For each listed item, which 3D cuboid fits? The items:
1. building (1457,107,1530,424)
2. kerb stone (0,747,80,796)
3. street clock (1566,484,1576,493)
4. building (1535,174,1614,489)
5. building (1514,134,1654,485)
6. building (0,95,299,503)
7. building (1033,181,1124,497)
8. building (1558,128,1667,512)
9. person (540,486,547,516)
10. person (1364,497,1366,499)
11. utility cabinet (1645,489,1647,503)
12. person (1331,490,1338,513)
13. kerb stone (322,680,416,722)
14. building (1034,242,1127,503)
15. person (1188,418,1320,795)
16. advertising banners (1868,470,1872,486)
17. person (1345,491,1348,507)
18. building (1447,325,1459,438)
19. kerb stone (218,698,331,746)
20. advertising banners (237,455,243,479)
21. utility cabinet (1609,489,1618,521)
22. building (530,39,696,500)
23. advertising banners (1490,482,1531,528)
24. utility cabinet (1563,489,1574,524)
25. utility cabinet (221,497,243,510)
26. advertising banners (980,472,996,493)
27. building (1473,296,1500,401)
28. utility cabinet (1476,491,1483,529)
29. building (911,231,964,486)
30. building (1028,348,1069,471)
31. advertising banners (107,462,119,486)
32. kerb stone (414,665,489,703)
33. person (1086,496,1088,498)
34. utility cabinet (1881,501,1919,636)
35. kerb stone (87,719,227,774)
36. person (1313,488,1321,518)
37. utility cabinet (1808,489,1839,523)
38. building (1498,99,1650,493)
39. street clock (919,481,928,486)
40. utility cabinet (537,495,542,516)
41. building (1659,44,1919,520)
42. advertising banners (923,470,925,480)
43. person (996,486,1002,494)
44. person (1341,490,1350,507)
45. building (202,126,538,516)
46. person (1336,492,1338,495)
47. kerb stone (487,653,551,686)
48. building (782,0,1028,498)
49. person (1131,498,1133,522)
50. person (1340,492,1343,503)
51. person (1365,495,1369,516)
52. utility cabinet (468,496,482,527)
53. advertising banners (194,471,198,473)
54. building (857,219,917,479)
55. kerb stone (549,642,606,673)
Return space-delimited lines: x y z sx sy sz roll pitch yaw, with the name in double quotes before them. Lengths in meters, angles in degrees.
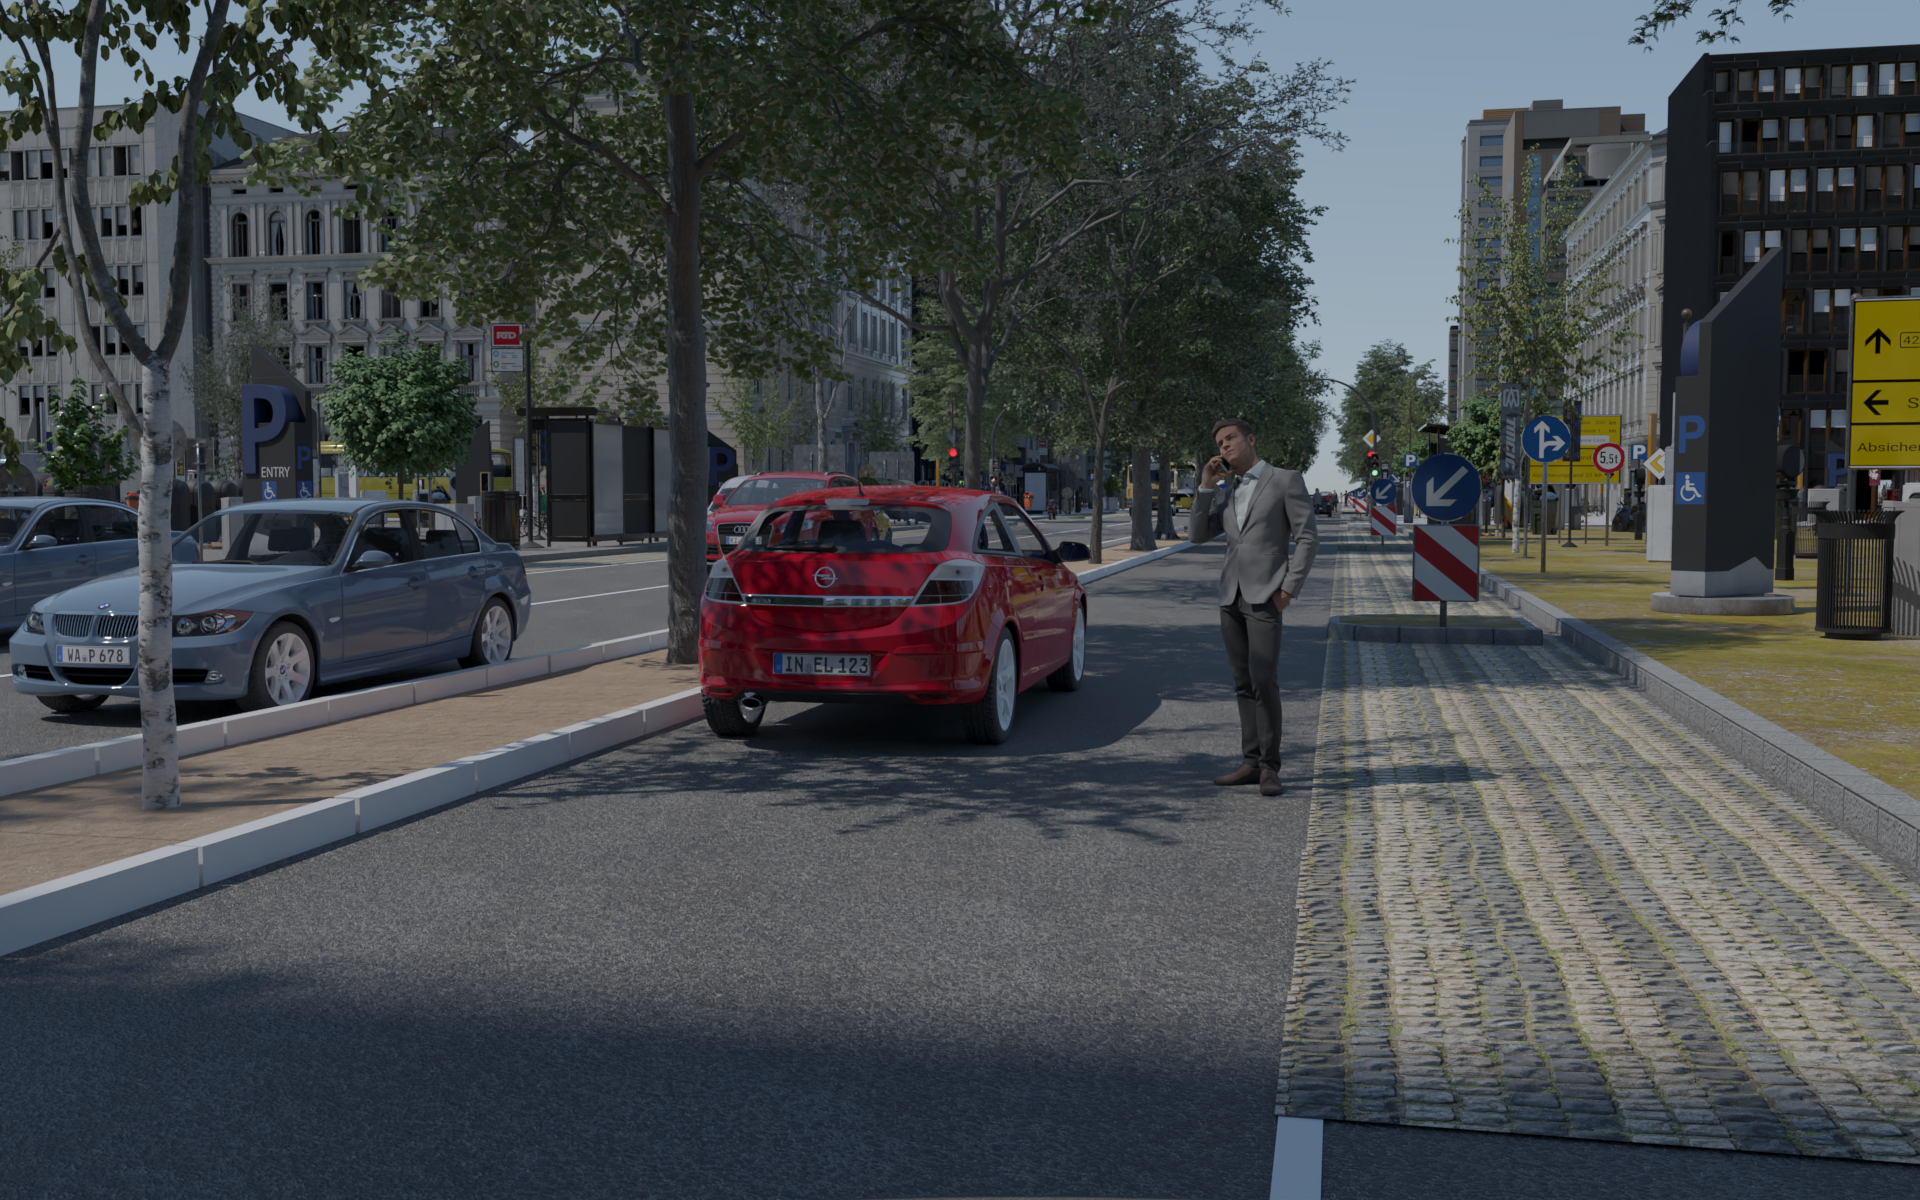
"building" 88.614 -44.516 269.842 21.231 58.520 28.212 1 4 12
"kerb stone" -4.544 0.850 8.293 0.120 0.150 1.000 1 4 12
"street clock" 28.207 -4.616 80.043 0.471 2.002 0.358 0 4 -4
"building" 60.647 -23.765 160.258 14.160 30.474 14.107 1 4 12
"building" 73.477 -29.647 176.603 32.217 40.220 23.993 1 4 12
"building" -54.007 -17.907 110.801 19.932 24.808 12.078 1 4 12
"building" 17.901 -42.886 290.421 28.713 52.752 27.495 1 4 12
"building" 53.568 -21.131 121.913 17.030 29.872 44.131 1 4 12
"person" -19.627 -4.448 81.478 0.529 1.795 0.600 1 4 15
"person" 33.226 -8.079 141.599 0.522 1.701 0.512 1 4 10
"utility cabinet" 29.181 -3.923 72.816 1.173 1.500 0.318 -1 4 -22
"person" 29.117 -7.695 134.727 0.576 1.772 0.534 1 4 14
"kerb stone" -3.881 0.667 11.288 0.120 0.150 1.000 1 4 12
"building" 10.321 -35.110 265.931 32.217 40.220 23.993 1 4 12
"person" 1.423 0.014 8.451 0.473 1.802 0.592 -2 4 -28
"advertising banners" 29.483 -3.573 54.612 0.090 3.025 2.074 -2 4 -25
"person" 39.205 -10.172 175.727 0.530 1.710 0.541 3 5 40
"building" 89.578 -31.875 292.851 14.160 30.474 14.107 1 4 12
"kerb stone" -4.093 0.728 10.288 0.120 0.150 1.000 1 4 12
"advertising banners" -31.228 -4.953 77.175 2.074 3.025 0.090 0 4 8
"utility cabinet" 30.934 -4.484 81.985 0.318 1.500 1.173 1 4 16
"building" -15.896 -19.604 106.426 13.634 28.700 20.117 1 4 12
"advertising banners" 20.724 -4.230 65.344 2.074 3.025 0.090 -2 4 -24
"utility cabinet" 25.637 -4.001 74.088 1.173 1.500 0.318 -1 4 -11
"utility cabinet" -15.074 -1.557 36.616 0.306 1.237 1.020 2 4 33
"advertising banners" 2.314 -8.628 137.251 2.074 3.025 0.090 -2 4 -28
"building" 81.287 -29.281 250.438 14.160 30.474 14.107 1 4 12
"utility cabinet" 18.902 -3.347 63.404 0.318 1.500 1.173 1 4 22
"building" -7.387 -19.242 144.291 12.332 23.373 15.834 1 4 12
"building" -3.646 -21.355 194.197 27.650 21.520 28.899 1 4 12
"advertising banners" -26.690 -3.499 53.404 0.090 3.025 2.074 1 4 22
"kerb stone" -3.656 0.607 12.286 0.120 0.150 1.000 1 4 12
"person" 17.534 -13.906 235.996 0.705 1.807 1.348 2 4 26
"utility cabinet" 8.803 -0.305 16.145 0.306 1.237 1.020 2 4 23
"kerb stone" -4.317 0.789 9.290 0.120 0.150 1.000 1 4 12
"person" 21.097 -5.744 102.589 0.709 1.800 0.728 -1 4 -12
"utility cabinet" 37.747 -4.101 75.735 1.173 1.500 0.318 1 4 13
"building" 69.218 -33.443 196.908 14.600 45.320 14.200 1 4 12
"street clock" -2.055 -5.695 97.688 0.471 2.002 0.358 -2 4 -31
"utility cabinet" -22.270 -4.989 92.728 1.020 1.237 0.306 -1 4 -18
"building" 45.874 -15.897 89.595 15.834 23.373 12.332 1 4 12
"advertising banners" -2.977 -7.888 125.149 0.090 3.025 2.074 1 4 23
"person" 1.838 -4.481 81.865 0.391 1.810 0.635 0 4 -7
"person" 42.622 -11.204 191.310 1.348 1.869 0.705 -1 4 -19
"building" -34.493 -16.956 106.117 19.941 23.489 11.050 1 4 12
"person" 63.660 -17.345 293.013 0.541 1.710 0.530 2 4 30
"kerb stone" -3.438 0.545 13.285 0.120 0.150 1.000 1 4 12
"building" -5.754 -33.292 168.027 21.300 48.544 21.600 1 4 12
"person" 8.033 -4.287 78.936 0.601 1.785 0.444 -3 5 -44
"person" 60.501 -16.250 274.863 0.551 1.740 0.621 1 4 12
"person" 25.041 -5.954 106.022 0.466 1.800 0.511 1 4 23
"utility cabinet" -14.888 -2.604 53.742 0.306 1.237 1.020 1 4 14
"advertising banners" -35.512 -5.078 79.208 0.090 3.025 2.074 2 4 33
"building" -11.812 -20.821 126.325 13.634 28.700 20.117 1 4 12
"kerb stone" -3.205 0.484 14.281 0.120 0.150 1.000 1 4 12
